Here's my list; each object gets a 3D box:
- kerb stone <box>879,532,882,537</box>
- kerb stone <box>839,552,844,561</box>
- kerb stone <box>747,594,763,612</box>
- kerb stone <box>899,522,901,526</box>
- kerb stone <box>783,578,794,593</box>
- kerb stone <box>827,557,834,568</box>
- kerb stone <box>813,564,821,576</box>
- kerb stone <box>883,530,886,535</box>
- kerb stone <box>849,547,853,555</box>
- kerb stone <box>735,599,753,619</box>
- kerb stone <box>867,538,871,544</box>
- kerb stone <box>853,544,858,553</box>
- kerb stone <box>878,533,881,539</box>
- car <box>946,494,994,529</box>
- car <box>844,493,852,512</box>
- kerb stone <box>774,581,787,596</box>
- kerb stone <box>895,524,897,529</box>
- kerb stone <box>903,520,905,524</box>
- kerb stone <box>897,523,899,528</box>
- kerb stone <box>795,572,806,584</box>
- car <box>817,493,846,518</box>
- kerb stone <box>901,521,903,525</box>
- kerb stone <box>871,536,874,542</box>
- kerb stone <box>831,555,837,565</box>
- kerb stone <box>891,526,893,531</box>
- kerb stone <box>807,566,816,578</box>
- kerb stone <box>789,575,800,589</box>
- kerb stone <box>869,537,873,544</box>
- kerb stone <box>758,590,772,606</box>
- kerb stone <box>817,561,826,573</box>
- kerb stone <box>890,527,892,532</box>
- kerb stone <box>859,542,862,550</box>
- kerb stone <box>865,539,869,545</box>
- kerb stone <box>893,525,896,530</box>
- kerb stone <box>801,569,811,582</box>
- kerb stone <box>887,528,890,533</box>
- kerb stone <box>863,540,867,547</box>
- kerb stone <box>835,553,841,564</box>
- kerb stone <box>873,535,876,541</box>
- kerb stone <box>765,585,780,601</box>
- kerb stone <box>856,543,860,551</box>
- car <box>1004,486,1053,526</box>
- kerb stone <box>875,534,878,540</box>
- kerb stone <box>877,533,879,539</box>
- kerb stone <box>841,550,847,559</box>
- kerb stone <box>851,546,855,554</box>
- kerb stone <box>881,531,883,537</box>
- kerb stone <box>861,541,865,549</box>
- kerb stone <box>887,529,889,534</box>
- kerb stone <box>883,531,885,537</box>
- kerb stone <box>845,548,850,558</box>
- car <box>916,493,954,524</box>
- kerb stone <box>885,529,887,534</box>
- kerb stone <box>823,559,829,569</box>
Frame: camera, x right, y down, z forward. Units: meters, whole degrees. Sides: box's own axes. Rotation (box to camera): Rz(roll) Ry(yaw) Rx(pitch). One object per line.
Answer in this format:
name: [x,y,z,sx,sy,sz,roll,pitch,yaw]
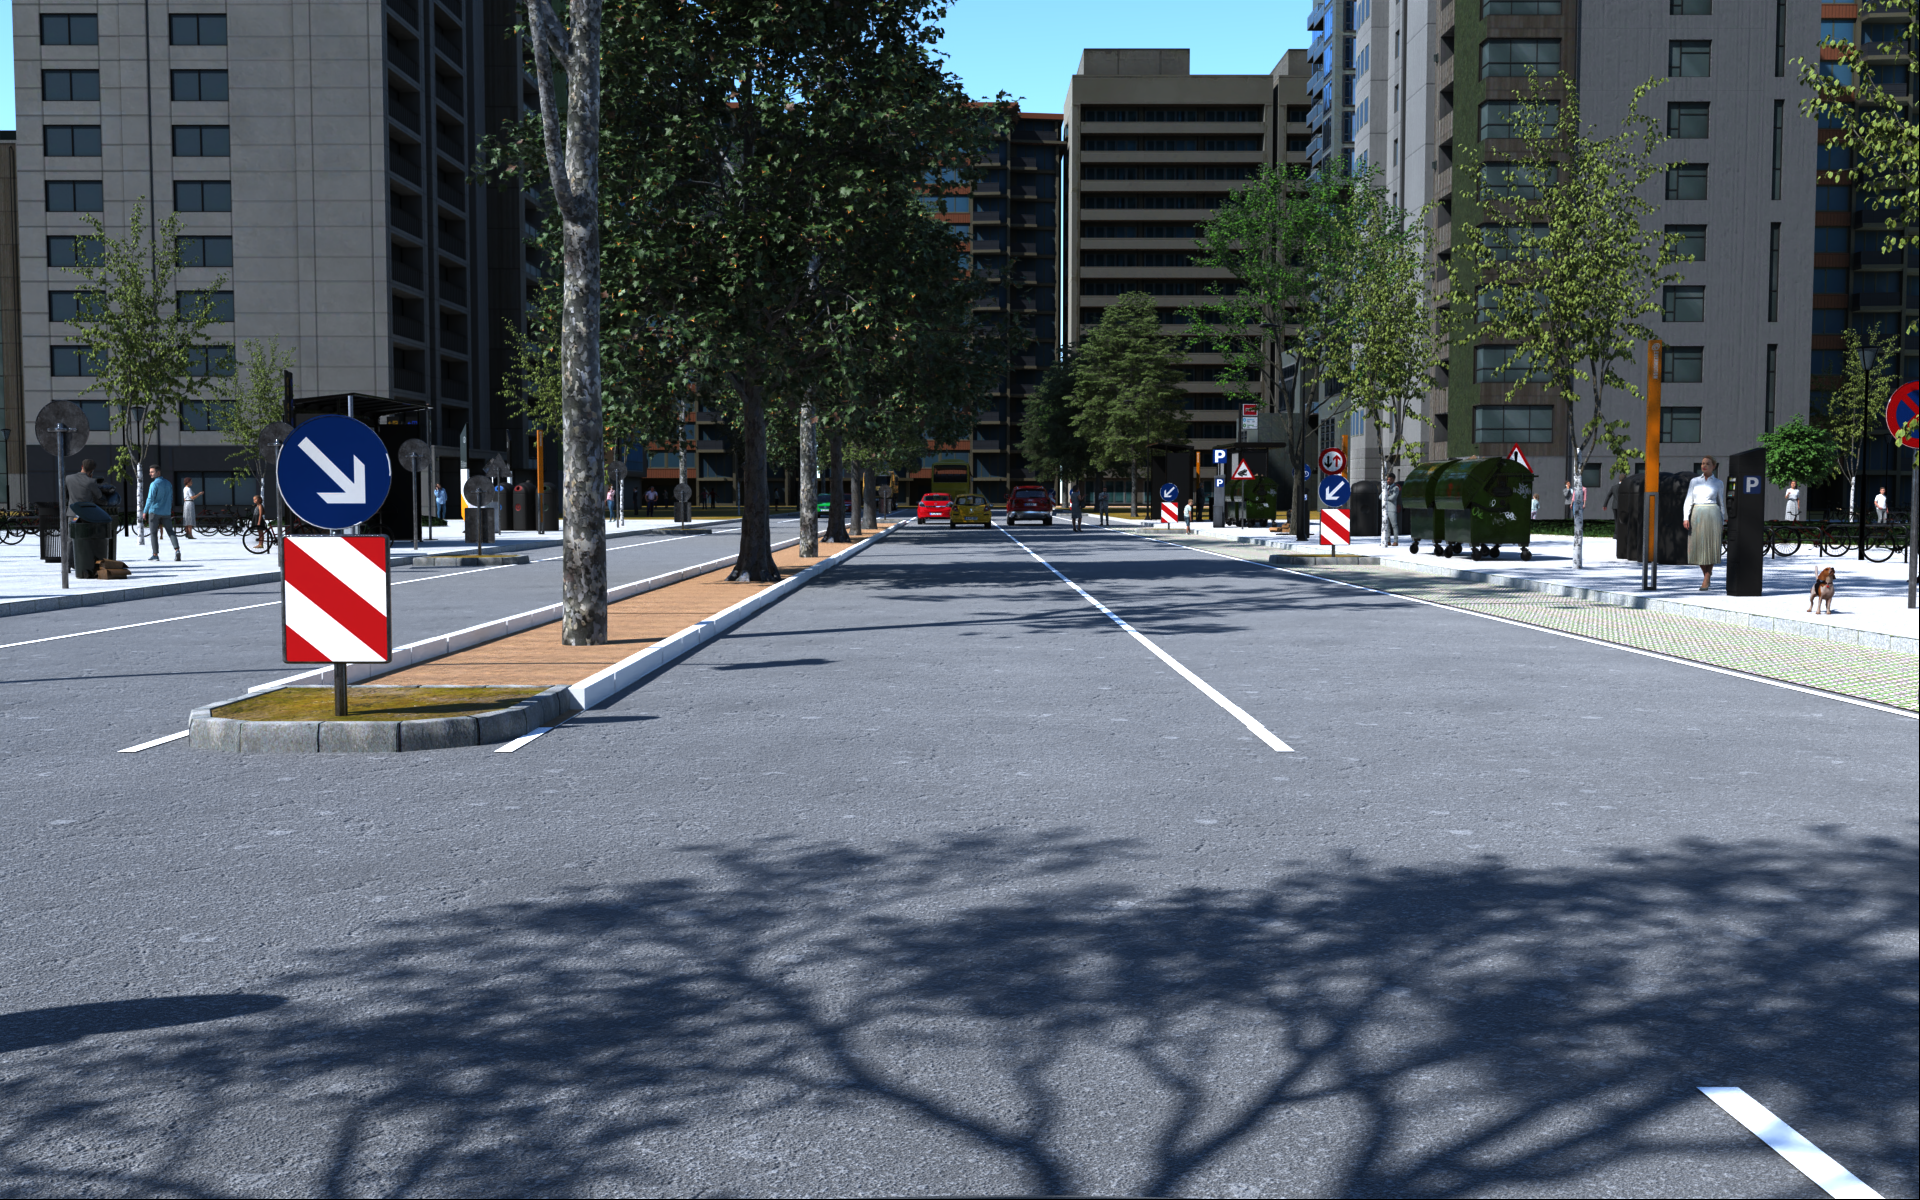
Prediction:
kerb stone: [-2.634,-2.004,54.960,0.120,0.150,1.000,0,3,0]
kerb stone: [-2.599,-0.876,36.522,0.120,0.150,1.000,0,3,0]
kerb stone: [-2.560,0.063,21.167,0.120,0.150,1.000,0,3,0]
kerb stone: [-2.675,-3.131,73.393,0.120,0.150,1.000,0,3,0]
kerb stone: [-2.568,-0.188,25.262,0.120,0.150,1.000,0,3,0]
kerb stone: [-2.584,-0.688,33.448,0.120,0.150,1.000,0,3,0]
kerb stone: [-2.584,-0.497,30.373,0.120,0.150,1.000,0,3,0]
kerb stone: [-2.639,-2.191,58.029,0.120,0.150,1.000,0,3,0]
kerb stone: [-2.599,-1.064,39.596,0.120,0.150,1.000,0,3,0]
kerb stone: [-2.552,0.126,20.138,0.120,0.150,1.000,0,3,0]
kerb stone: [-2.619,-1.565,47.790,0.120,0.150,1.000,0,3,0]
kerb stone: [-2.602,-1.189,41.641,0.120,0.150,1.000,0,3,0]
kerb stone: [-2.631,-1.941,53.934,0.120,0.150,1.000,0,3,0]
car: [0.426,-3.834,72.912,2.015,1.641,3.980,0,4,-1]
car: [-7.920,-6.792,120.088,2.155,1.783,4.494,0,4,-1]
kerb stone: [-2.571,-0.125,24.239,0.120,0.150,1.000,0,3,0]
kerb stone: [-2.663,-2.818,68.272,0.120,0.150,1.000,0,3,0]
kerb stone: [-2.685,-3.443,78.526,0.120,0.150,1.000,0,3,0]
kerb stone: [-2.661,-2.944,70.323,0.120,0.150,1.000,0,3,0]
kerb stone: [-2.574,-0.309,27.307,0.120,0.150,1.000,0,3,0]
car: [-7.911,-5.840,104.272,1.959,1.807,4.718,0,4,1]
kerb stone: [-2.673,-3.256,75.440,0.120,0.150,1.000,0,3,0]
kerb stone: [-2.622,-1.687,49.837,0.120,0.150,1.000,0,3,0]
kerb stone: [-2.593,-0.751,34.478,0.120,0.150,1.000,0,3,0]
kerb stone: [-2.657,-2.568,64.180,0.120,0.150,1.000,0,3,0]
kerb stone: [-2.586,-0.437,29.351,0.120,0.150,1.000,0,3,0]
kerb stone: [-2.569,-0.250,26.284,0.120,0.150,1.000,0,3,0]
kerb stone: [-2.621,-1.628,48.812,0.120,0.150,1.000,0,3,0]
kerb stone: [-2.557,0.004,22.189,0.120,0.150,1.000,0,3,0]
kerb stone: [-2.577,-0.563,31.396,0.120,0.150,1.000,0,3,0]
kerb stone: [-2.650,-2.503,63.151,0.120,0.150,1.000,0,3,0]
kerb stone: [-2.611,-1.314,43.687,0.120,0.150,1.000,0,3,0]
kerb stone: [-2.612,-1.503,46.768,0.120,0.150,1.000,0,3,0]
kerb stone: [-2.653,-2.756,67.250,0.120,0.150,1.000,0,3,0]
kerb stone: [-2.575,-0.375,28.329,0.120,0.150,1.000,0,3,0]
kerb stone: [-2.647,-2.379,61.098,0.120,0.150,1.000,0,3,0]
kerb stone: [-2.605,-1.440,45.742,0.120,0.150,1.000,0,3,0]
kerb stone: [-2.583,-0.814,35.500,0.120,0.150,1.000,0,3,0]
kerb stone: [-2.627,-1.753,50.861,0.120,0.150,1.000,0,3,0]
kerb stone: [-2.562,-0.062,23.217,0.120,0.150,1.000,0,3,0]
kerb stone: [-2.608,-1.250,42.665,0.120,0.150,1.000,0,3,0]
car: [3.201,-4.381,80.305,2.281,1.827,5.304,0,4,1]
kerb stone: [-2.629,-1.816,51.883,0.120,0.150,1.000,0,3,0]
kerb stone: [-2.629,-1.879,52.912,0.120,0.150,1.000,0,3,0]
kerb stone: [-2.590,-0.935,37.548,0.120,0.150,1.000,0,3,0]
kerb stone: [-2.601,-1.127,40.619,0.120,0.150,1.000,0,3,0]
kerb stone: [-2.639,-2.067,55.985,0.120,0.150,1.000,0,3,0]
kerb stone: [-2.607,-1.375,44.710,0.120,0.150,1.000,0,3,0]
kerb stone: [-2.638,-2.317,60.074,0.120,0.150,1.000,0,3,0]
kerb stone: [-2.638,-2.124,57.007,0.120,0.150,1.000,0,3,0]
kerb stone: [-2.593,-1.002,38.570,0.120,0.150,1.000,0,3,0]
car: [-1.072,-4.540,83.276,2.155,1.783,4.494,0,4,2]
kerb stone: [-2.639,-2.254,59.052,0.120,0.150,1.000,0,3,0]
kerb stone: [-2.591,-0.625,32.420,0.120,0.150,1.000,0,3,0]
